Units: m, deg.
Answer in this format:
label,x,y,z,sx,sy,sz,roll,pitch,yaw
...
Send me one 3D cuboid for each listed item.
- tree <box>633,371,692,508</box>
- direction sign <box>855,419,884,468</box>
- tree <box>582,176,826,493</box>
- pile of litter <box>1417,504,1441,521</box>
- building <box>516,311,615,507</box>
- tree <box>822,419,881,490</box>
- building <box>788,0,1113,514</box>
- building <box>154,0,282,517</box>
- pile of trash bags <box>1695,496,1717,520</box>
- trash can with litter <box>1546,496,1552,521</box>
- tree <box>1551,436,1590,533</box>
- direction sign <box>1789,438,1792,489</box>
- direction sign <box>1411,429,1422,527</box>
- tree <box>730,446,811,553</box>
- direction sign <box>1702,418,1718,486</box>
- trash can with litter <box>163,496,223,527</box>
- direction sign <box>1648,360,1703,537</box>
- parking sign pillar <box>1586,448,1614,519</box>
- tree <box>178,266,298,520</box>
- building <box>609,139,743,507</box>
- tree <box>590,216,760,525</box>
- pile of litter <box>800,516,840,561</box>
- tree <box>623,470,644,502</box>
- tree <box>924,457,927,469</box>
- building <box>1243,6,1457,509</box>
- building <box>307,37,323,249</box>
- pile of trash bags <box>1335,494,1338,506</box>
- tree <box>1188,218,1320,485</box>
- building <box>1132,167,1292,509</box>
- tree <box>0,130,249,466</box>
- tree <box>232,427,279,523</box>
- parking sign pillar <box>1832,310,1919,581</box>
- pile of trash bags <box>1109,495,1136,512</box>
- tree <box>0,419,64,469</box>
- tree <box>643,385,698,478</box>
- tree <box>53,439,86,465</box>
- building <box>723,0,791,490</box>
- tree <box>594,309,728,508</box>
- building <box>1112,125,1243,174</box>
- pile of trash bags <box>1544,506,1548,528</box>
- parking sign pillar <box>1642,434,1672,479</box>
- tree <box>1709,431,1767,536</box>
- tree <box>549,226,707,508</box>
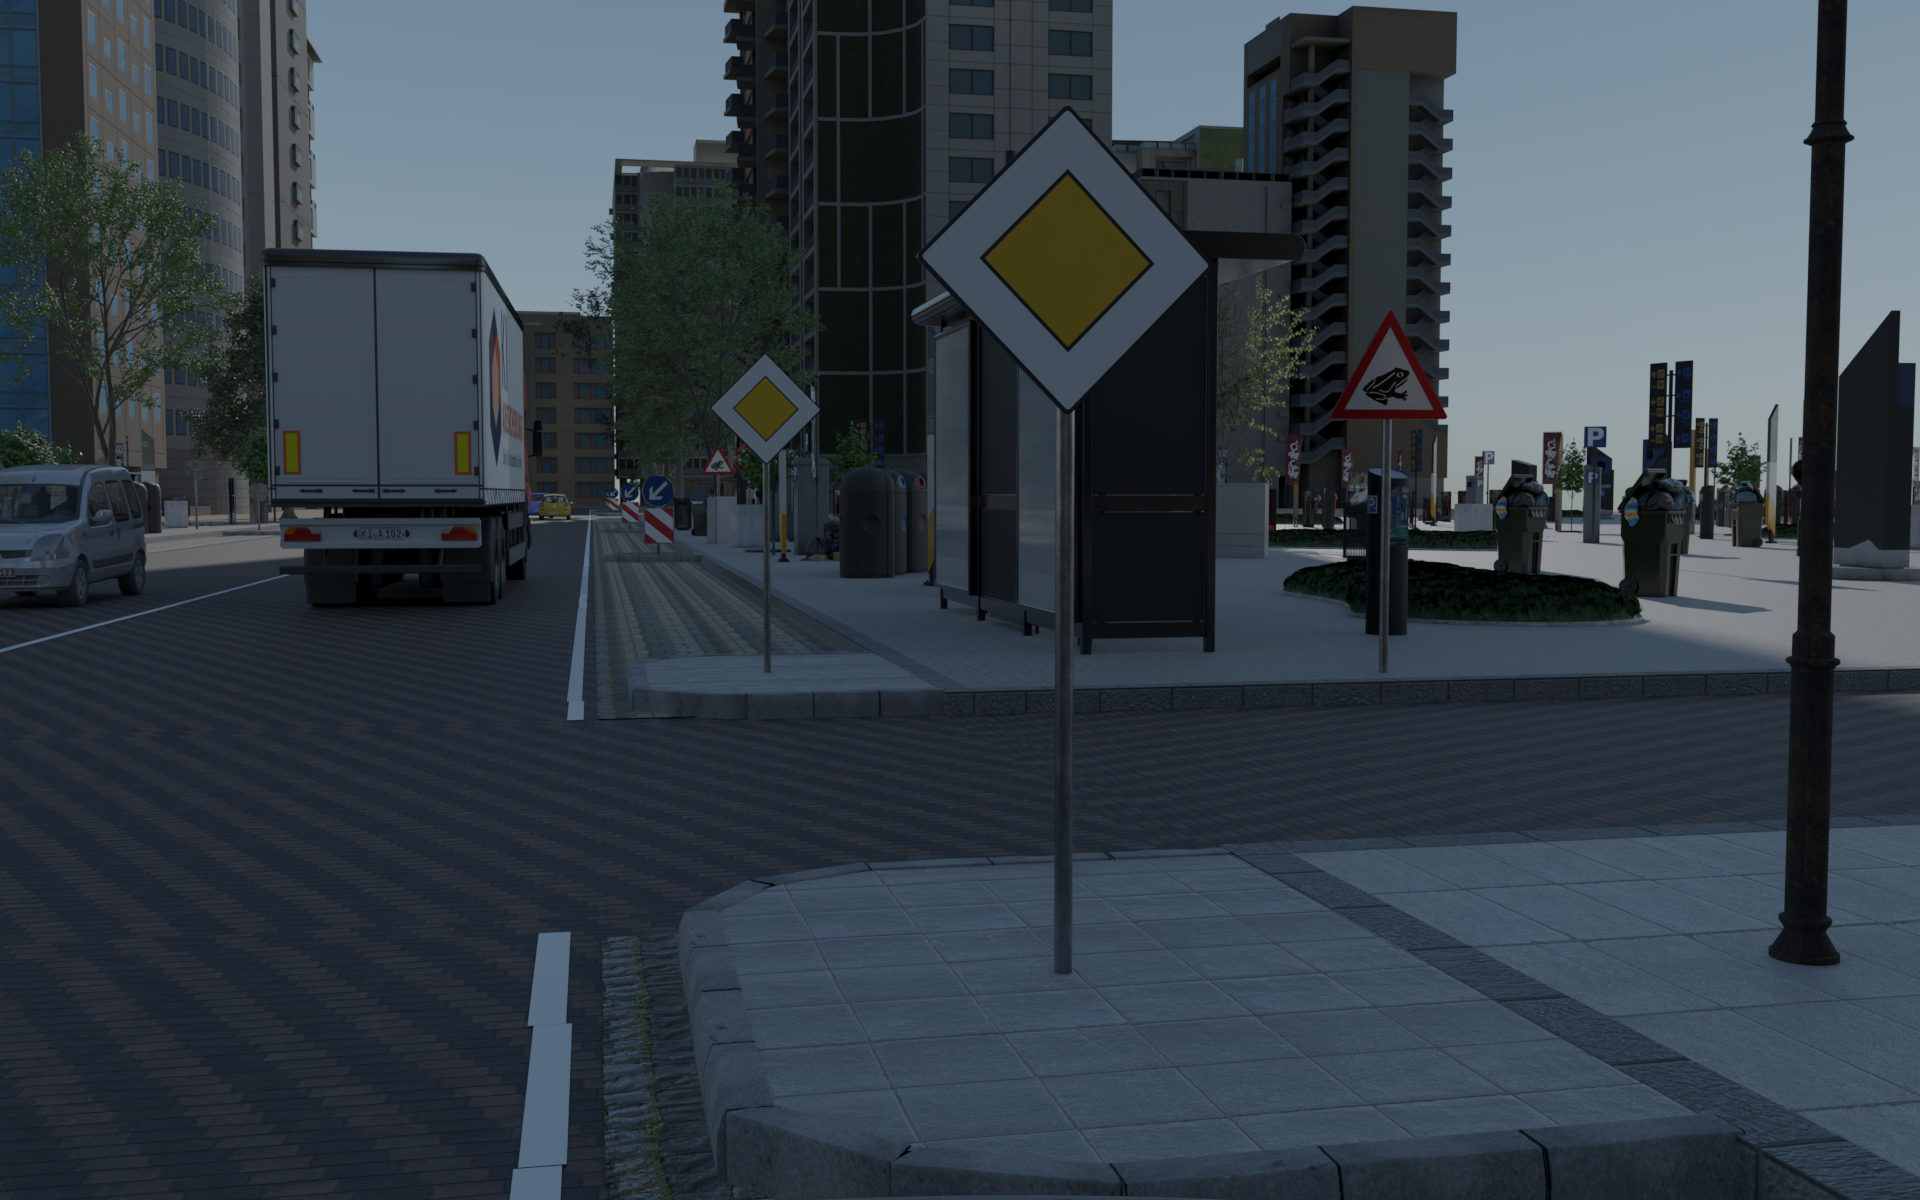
label,x,y,z,sx,sy,sz,roll,pitch,yaw
tree,-16.695,-8.954,96.763,4.737,8.622,4.395,0,3,0
direction sign,-2.708,-3.681,52.184,0.876,3.537,0.379,-1,4,-14
tree,-8.382,-8.099,58.179,9.928,11.665,9.643,0,3,0
pile of litter,22.384,-4.212,82.829,1.719,0.858,1.176,0,4,7
building,-52.148,-20.883,186.471,28.899,21.520,27.650,-1,4,-12
tree,-2.897,-3.084,45.022,1.663,3.219,1.824,0,3,0
building,-2.478,-41.504,116.846,20.563,71.187,20.611,-1,4,-12
building,-56.115,-34.550,106.892,21.231,58.520,28.212,-1,4,-12
pile of trash bags,38.184,-4.709,86.737,3.447,1.369,1.912,0,4,-2
trash can with litter,27.986,-4.311,81.870,0.624,1.170,1.055,2,4,35
tree,20.656,-3.882,58.075,1.663,3.219,1.824,0,3,0
direction sign,33.477,-4.762,69.856,0.379,3.537,0.876,1,4,22
direction sign,16.003,-4.207,60.774,0.379,3.537,0.876,-1,4,-9
tree,-4.369,-2.679,38.408,1.663,3.219,1.824,0,3,0
direction sign,22.193,-3.643,51.567,0.876,3.537,0.379,-2,4,-24
trash can with litter,-30.385,-3.518,68.572,2.233,1.210,1.678,-2,4,-28
direction sign,12.174,-2.308,29.739,0.379,3.537,0.876,-2,4,-27
parking sign pillar,32.813,-6.136,88.792,1.447,3.967,1.447,0,4,-2
tree,-33.537,-10.329,85.880,9.611,12.733,9.660,0,3,0
building,-26.595,-30.642,192.872,23.993,40.220,32.217,-1,4,-12
tree,-11.287,-9.332,70.703,7.486,12.596,7.792,0,3,0
pile of litter,-2.297,-1.204,33.643,1.719,0.858,1.176,-1,4,-15
tree,-25.953,-8.727,137.286,1.663,3.219,1.824,0,3,0
tree,-0.969,-5.081,77.672,1.663,3.219,1.824,0,3,0
building,34.976,-31.074,158.169,14.200,45.320,14.600,-1,4,-12
building,-80.030,-36.120,179.800,27.495,52.752,28.713,-1,4,-12
pile of trash bags,20.758,-4.926,90.299,3.447,1.369,1.912,0,4,1
tree,7.096,-5.862,46.211,4.360,8.622,3.978,0,3,0
building,20.819,-23.575,157.153,14.107,30.474,14.160,-1,4,-12
tree,-25.281,-7.662,51.036,9.928,11.665,9.643,0,3,0
tree,-30.571,-5.724,77.299,4.285,4.588,4.351,0,3,0
parking sign pillar,13.796,-2.304,26.139,1.447,3.967,1.447,0,4,-4
pile of trash bags,4.255,-3.002,58.828,1.912,1.369,3.447,-3,5,-42
tree,-41.086,-5.627,75.711,4.285,4.588,4.351,0,3,0
tree,-18.426,-9.716,109.218,4.360,8.622,3.978,0,3,0
tree,-31.517,-4.075,61.231,1.663,3.219,1.824,0,3,0
building,-7.698,-29.796,141.789,22.147,44.769,28.867,-1,4,-12
tree,-13.630,-9.001,81.573,7.601,10.594,8.767,-1,4,-13
building,22.747,-31.263,194.737,14.086,41.232,14.154,-1,4,-12
pile of trash bags,21.517,-3.447,66.108,1.912,1.369,3.447,2,4,25
parking sign pillar,24.443,-4.421,60.756,1.447,3.967,1.447,0,4,-6
tree,23.910,-3.594,53.361,1.663,3.219,1.824,0,3,0
tree,-23.460,-16.477,125.288,12.611,20.169,13.585,0,3,0
